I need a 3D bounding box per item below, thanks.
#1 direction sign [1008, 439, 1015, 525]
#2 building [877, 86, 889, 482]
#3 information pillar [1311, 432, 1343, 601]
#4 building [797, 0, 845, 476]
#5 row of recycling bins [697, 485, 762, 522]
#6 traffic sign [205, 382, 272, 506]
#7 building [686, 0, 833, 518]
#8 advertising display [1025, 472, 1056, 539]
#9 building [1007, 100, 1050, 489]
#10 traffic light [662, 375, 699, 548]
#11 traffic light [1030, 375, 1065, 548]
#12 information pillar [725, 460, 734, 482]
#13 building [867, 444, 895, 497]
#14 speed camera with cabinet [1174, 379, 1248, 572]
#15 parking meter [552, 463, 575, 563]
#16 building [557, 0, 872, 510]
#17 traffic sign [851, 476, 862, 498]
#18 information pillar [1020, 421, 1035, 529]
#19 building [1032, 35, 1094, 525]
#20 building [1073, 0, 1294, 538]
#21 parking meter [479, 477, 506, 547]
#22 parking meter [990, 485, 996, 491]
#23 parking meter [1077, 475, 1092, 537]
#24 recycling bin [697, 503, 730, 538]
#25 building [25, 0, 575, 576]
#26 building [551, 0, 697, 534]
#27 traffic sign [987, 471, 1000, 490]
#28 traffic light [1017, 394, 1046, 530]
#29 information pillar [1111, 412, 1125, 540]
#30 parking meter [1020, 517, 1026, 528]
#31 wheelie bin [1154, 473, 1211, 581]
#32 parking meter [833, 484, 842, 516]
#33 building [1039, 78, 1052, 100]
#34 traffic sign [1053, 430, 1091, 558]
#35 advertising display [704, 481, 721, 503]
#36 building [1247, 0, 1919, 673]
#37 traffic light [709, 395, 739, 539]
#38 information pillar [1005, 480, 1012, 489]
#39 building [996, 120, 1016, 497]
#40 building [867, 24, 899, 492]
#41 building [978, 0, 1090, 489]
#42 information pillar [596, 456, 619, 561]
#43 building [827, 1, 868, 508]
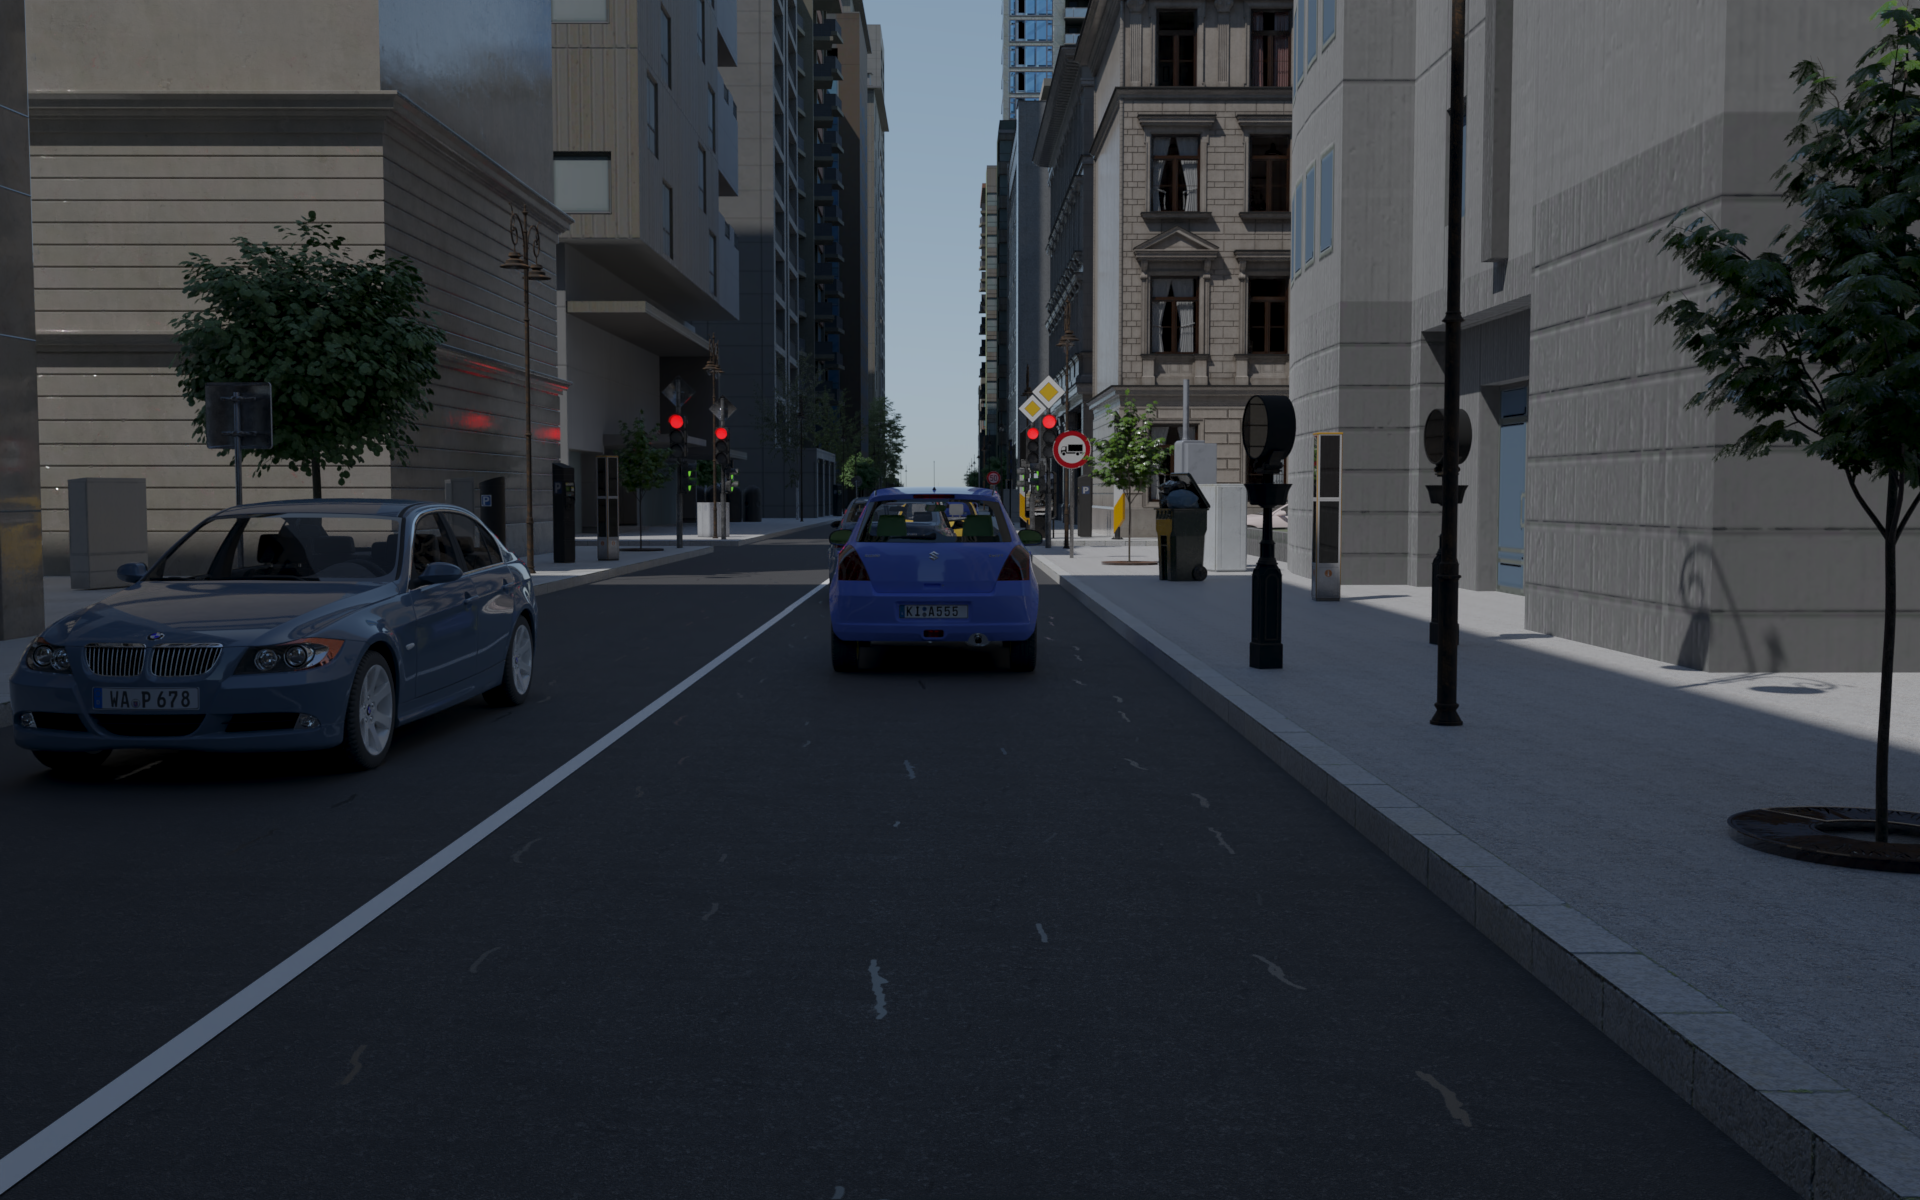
[{"bbox_3d":[2.084,-4.883,71.838,0.379,3.537,0.876,0,4,-7],"label":"direction sign"},{"bbox_3d":[-23.763,-38.672,221.527,28.713,52.752,27.495,0,4,0],"label":"building"},{"bbox_3d":[4.403,-0.997,20.787,0.304,2.012,0.304,0,4,1],"label":"information pillar"},{"bbox_3d":[-20.756,-29.562,137.970,22.147,44.769,28.867,0,4,0],"label":"building"},{"bbox_3d":[-10.781,-4.403,79.106,3.534,1.692,1.069,-2,4,-24],"label":"row of recycling bins"},{"bbox_3d":[-6.608,-0.841,15.888,0.606,2.300,0.079,0,4,2],"label":"traffic sign"},{"bbox_3d":[-17.862,-40.486,100.195,20.563,71.187,20.611,0,4,0],"label":"building"},{"bbox_3d":[2.319,-2.736,49.945,0.974,1.923,0.123,2,4,31],"label":"advertising display"},{"bbox_3d":[9.431,-18.124,114.344,12.078,24.808,19.932,0,4,0],"label":"building"},{"bbox_3d":[-6.635,-3.184,40.982,0.839,4.253,0.868,0,4,0],"label":"traffic light"},{"bbox_3d":[2.076,-3.188,41.049,0.839,4.253,0.868,0,4,0],"label":"traffic light"},{"bbox_3d":[-10.792,-5.463,80.678,0.504,3.616,0.183,1,4,13],"label":"information pillar"},{"bbox_3d":[-25.571,-33.989,247.595,32.217,40.220,23.993,0,4,0],"label":"building"},{"bbox_3d":[4.236,-2.140,29.326,0.660,3.252,2.038,-1,4,-13],"label":"speed camera with cabinet"},{"bbox_3d":[-7.368,-1.622,32.233,0.399,1.863,0.255,3,4,38],"label":"parking meter"},{"bbox_3d":[-23.986,-36.158,180.415,28.713,52.752,27.495,0,4,0],"label":"building"},{"bbox_3d":[-7.235,-7.417,121.379,0.768,2.556,0.104,0,4,5],"label":"traffic sign"},{"bbox_3d":[2.151,-3.892,54.986,0.504,3.616,0.183,-1,4,-9],"label":"information pillar"},{"bbox_3d":[8.814,-14.252,83.935,10.553,20.767,40.483,0,4,0],"label":"building"},{"bbox_3d":[13.574,-11.642,54.971,19.286,19.102,10.561,0,4,0],"label":"building"},{"bbox_3d":[-6.770,-1.020,25.082,0.372,1.533,0.369,0,3,0],"label":"parking meter"},{"bbox_3d":[1.890,-5.714,99.138,0.255,1.863,0.399,2,4,26],"label":"parking meter"},{"bbox_3d":[3.727,-2.847,52.254,0.255,1.863,0.399,2,4,28],"label":"parking meter"},{"bbox_3d":[-7.340,-2.386,51.563,0.722,1.027,0.722,-3,4,-37],"label":"recycling bin"},{"bbox_3d":[-25.819,-13.085,33.032,34.723,24.649,14.460,0,4,0],"label":"building"},{"bbox_3d":[-22.721,-28.904,61.812,28.713,52.752,27.495,0,4,0],"label":"building"},{"bbox_3d":[1.867,-5.881,96.267,0.768,2.556,0.104,0,4,5],"label":"traffic sign"},{"bbox_3d":[2.030,-3.677,49.034,0.839,4.253,0.868,0,4,0],"label":"traffic light"},{"bbox_3d":[4.472,-3.502,48.612,0.183,3.616,0.504,-2,4,-27],"label":"information pillar"},{"bbox_3d":[2.421,-3.683,65.924,0.255,1.863,0.399,0,4,-3],"label":"parking meter"},{"bbox_3d":[3.273,-1.083,25.614,0.693,1.594,0.980,-1,4,-19],"label":"wheelie bin"},{"bbox_3d":[-7.159,-5.796,100.472,0.399,1.863,0.255,1,4,16],"label":"parking meter"},{"bbox_3d":[19.204,-28.373,155.774,32.217,40.220,23.993,0,4,0],"label":"building"},{"bbox_3d":[2.238,-2.111,34.626,0.768,2.556,0.104,1,4,9],"label":"traffic sign"},{"bbox_3d":[-12.594,-5.089,88.419,0.974,1.923,0.123,0,4,7],"label":"advertising display"},{"bbox_3d":[15.782,-29.522,24.676,21.231,58.520,28.212,0,4,0],"label":"building"},{"bbox_3d":[-6.681,-3.673,48.967,0.839,4.253,0.868,0,4,0],"label":"traffic light"},{"bbox_3d":[2.482,-5.114,88.101,0.304,2.012,0.304,-1,4,-8],"label":"information pillar"},{"bbox_3d":[9.847,-22.343,137.002,14.160,30.474,14.107,0,4,0],"label":"building"},{"bbox_3d":[-19.840,-50.843,269.529,20.563,71.187,20.611,0,4,0],"label":"building"},{"bbox_3d":[13.335,-53.156,181.772,22.319,86.520,31.000,0,4,0],"label":"building"},{"bbox_3d":[-6.780,-1.764,33.336,0.304,2.012,0.304,2,4,35],"label":"information pillar"},{"bbox_3d":[-15.718,-31.154,159.476,14.600,45.320,14.200,0,4,0],"label":"building"}]
